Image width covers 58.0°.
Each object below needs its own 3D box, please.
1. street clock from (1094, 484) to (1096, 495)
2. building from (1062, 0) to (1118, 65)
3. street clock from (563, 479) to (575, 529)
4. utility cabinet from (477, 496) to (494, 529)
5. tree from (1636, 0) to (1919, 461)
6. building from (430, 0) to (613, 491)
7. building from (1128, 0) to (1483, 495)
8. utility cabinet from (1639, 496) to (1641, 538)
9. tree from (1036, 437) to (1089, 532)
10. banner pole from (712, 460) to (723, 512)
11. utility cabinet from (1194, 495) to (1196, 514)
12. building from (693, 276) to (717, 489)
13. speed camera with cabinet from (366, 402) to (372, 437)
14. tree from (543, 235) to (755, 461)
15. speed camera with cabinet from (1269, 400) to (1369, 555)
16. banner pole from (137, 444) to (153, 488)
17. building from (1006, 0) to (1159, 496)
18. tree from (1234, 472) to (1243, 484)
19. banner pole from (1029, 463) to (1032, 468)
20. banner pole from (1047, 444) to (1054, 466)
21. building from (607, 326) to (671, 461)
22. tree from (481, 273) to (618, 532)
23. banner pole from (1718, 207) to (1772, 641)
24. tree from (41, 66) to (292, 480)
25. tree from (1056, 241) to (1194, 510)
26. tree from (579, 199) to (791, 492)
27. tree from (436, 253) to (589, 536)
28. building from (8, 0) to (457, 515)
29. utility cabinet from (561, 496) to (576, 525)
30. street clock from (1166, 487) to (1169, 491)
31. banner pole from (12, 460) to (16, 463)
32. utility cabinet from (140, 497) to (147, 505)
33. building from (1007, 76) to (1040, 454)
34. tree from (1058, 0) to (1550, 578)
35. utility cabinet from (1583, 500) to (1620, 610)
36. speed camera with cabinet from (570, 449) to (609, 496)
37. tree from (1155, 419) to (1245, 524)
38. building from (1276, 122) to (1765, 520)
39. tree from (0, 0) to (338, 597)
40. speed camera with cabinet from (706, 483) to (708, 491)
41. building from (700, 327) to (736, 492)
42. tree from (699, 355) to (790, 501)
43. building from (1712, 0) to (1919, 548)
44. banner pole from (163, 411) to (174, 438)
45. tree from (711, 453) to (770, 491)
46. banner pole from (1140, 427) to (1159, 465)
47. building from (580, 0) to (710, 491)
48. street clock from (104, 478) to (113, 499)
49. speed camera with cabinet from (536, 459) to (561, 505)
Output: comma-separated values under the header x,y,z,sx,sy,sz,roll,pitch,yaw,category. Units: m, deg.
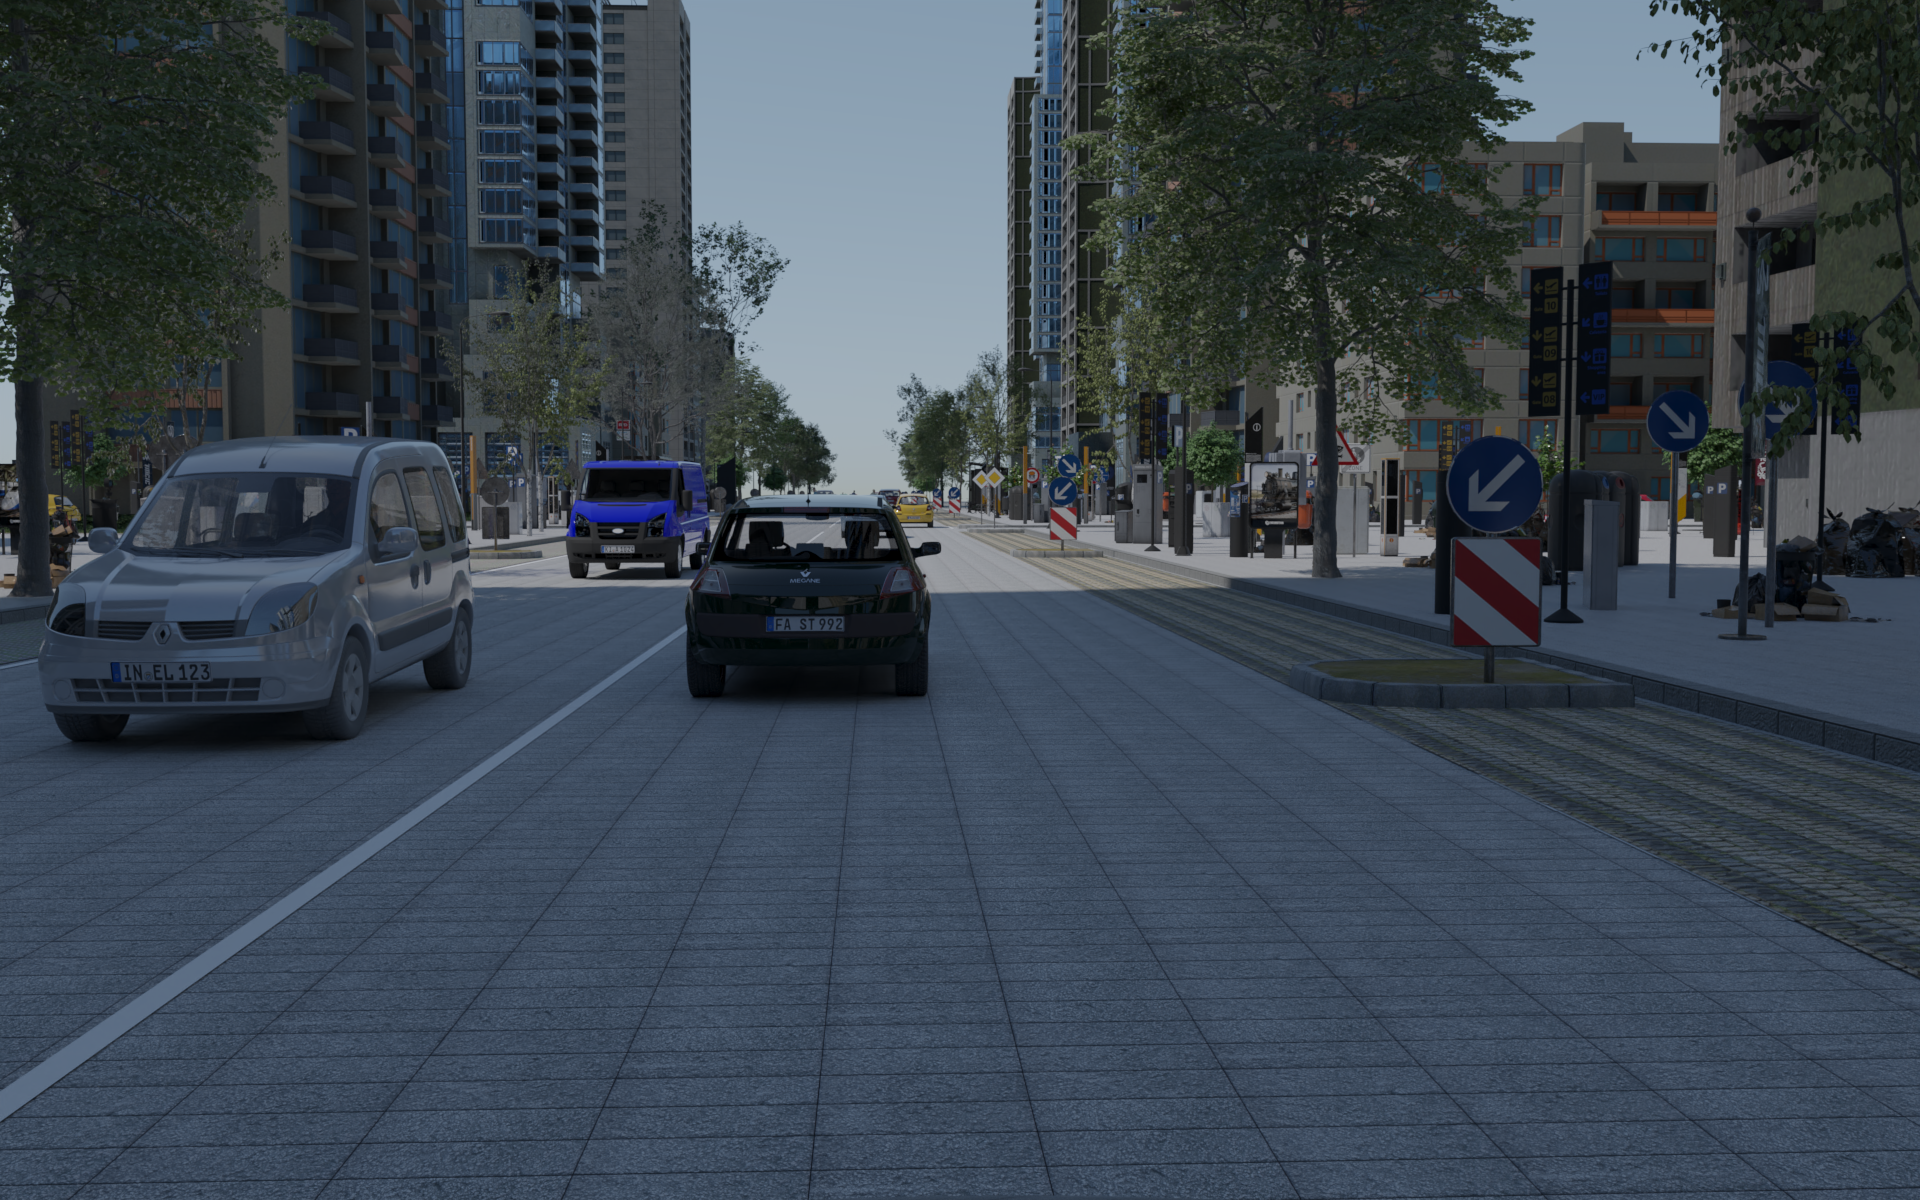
x,y,z,sx,sy,sz,roll,pitch,yaw,category
8.404,-6.301,107.583,0.471,2.002,0.358,1,4,23,street clock
20.729,-46.529,198.998,20.563,71.187,20.611,0,4,-3,building
-14.501,-3.654,64.315,0.358,2.002,0.471,1,4,19,street clock
-17.093,-3.177,63.108,1.020,1.237,0.306,0,4,5,utility cabinet
6.808,-3.739,11.493,4.737,8.622,4.395,0,3,0,tree
-44.012,-51.777,159.226,22.319,86.520,31.000,0,4,-3,building
25.435,-29.044,129.487,22.147,44.769,28.867,0,4,-3,building
19.291,-2.405,50.490,0.306,1.237,1.020,-3,5,-42,utility cabinet
3.682,-3.935,58.934,1.663,3.219,1.824,0,3,0,tree
-17.803,-8.398,127.322,0.863,3.779,0.401,0,4,-4,banner pole
14.997,-5.982,108.962,1.020,1.237,0.306,-1,4,-19,utility cabinet
-54.503,-35.815,277.459,32.217,40.220,23.993,0,4,-3,building
-12.846,-2.583,36.569,0.660,3.252,2.038,2,4,28,speed camera with cabinet
-14.892,-10.583,83.403,12.009,13.543,11.850,0,3,0,tree
7.620,-2.595,36.763,2.038,3.252,0.660,0,4,-6,speed camera with cabinet
-40.776,-5.905,86.560,0.863,3.779,0.401,-2,4,-31,banner pole
19.553,-58.551,269.973,22.319,86.520,31.000,0,4,-3,building
17.636,-7.189,112.142,1.663,3.219,1.824,0,3,0,tree
5.707,-9.190,140.268,0.401,3.779,0.863,2,4,25,banner pole
4.499,-5.861,85.851,0.401,3.779,0.863,2,4,31,banner pole
-47.627,-21.181,191.356,27.650,21.520,28.899,0,4,-3,building
-13.949,-6.606,58.370,4.737,8.622,4.395,0,3,0,tree
6.886,-1.529,15.013,0.401,3.779,0.863,1,4,12,banner pole
-13.350,-4.859,29.814,4.360,8.622,3.978,0,3,0,tree
4.882,-6.034,49.015,4.737,8.622,4.395,0,3,0,tree
-17.689,-15.674,112.154,12.611,20.169,13.585,0,3,0,tree
-13.329,-6.247,52.502,4.360,8.622,3.978,0,3,0,tree
-43.976,-27.575,105.471,22.147,44.769,28.867,0,4,-3,building
-15.924,-3.672,71.199,1.020,1.237,0.306,2,4,29,utility cabinet
11.596,-5.560,95.480,0.471,2.002,0.358,3,5,40,street clock
-60.320,-7.398,110.982,0.401,3.779,0.863,2,4,31,banner pole
-15.167,-1.354,33.297,1.020,1.237,0.306,0,4,-4,utility cabinet
16.799,-52.497,296.574,20.563,71.187,20.611,0,4,-3,building
5.219,-6.615,26.281,7.486,12.596,7.792,0,3,0,tree
7.251,-0.515,19.587,0.306,1.237,1.020,1,4,15,utility cabinet
-16.107,-5.008,76.216,2.038,3.252,0.660,-2,4,-28,speed camera with cabinet
10.979,-5.576,74.889,4.285,4.588,4.351,0,3,0,tree
35.691,-15.563,99.497,28.899,21.520,27.650,0,4,-3,building
-11.901,-6.339,21.763,7.486,12.596,7.792,0,3,0,tree
-19.675,-8.309,130.194,0.660,3.252,2.038,2,4,24,speed camera with cabinet
-46.183,-32.183,297.888,14.160,30.474,14.107,0,4,-3,building
-17.697,-13.702,142.157,7.486,12.596,7.792,0,3,0,tree
24.695,-16.280,37.877,14.160,30.474,14.107,0,4,-3,building
-23.792,-3.798,52.121,0.401,3.779,0.863,0,4,1,banner pole
-17.881,-9.235,134.702,4.285,4.588,4.351,0,3,0,tree
6.236,-4.068,56.532,0.863,3.779,0.401,-1,4,-21,banner pole
-47.685,-49.867,253.584,20.563,71.187,20.611,0,4,-3,building
-38.026,-4.454,77.386,0.358,2.002,0.471,0,4,-4,street clock
-21.337,-5.874,90.383,2.038,3.252,0.660,1,4,10,speed camera with cabinet
